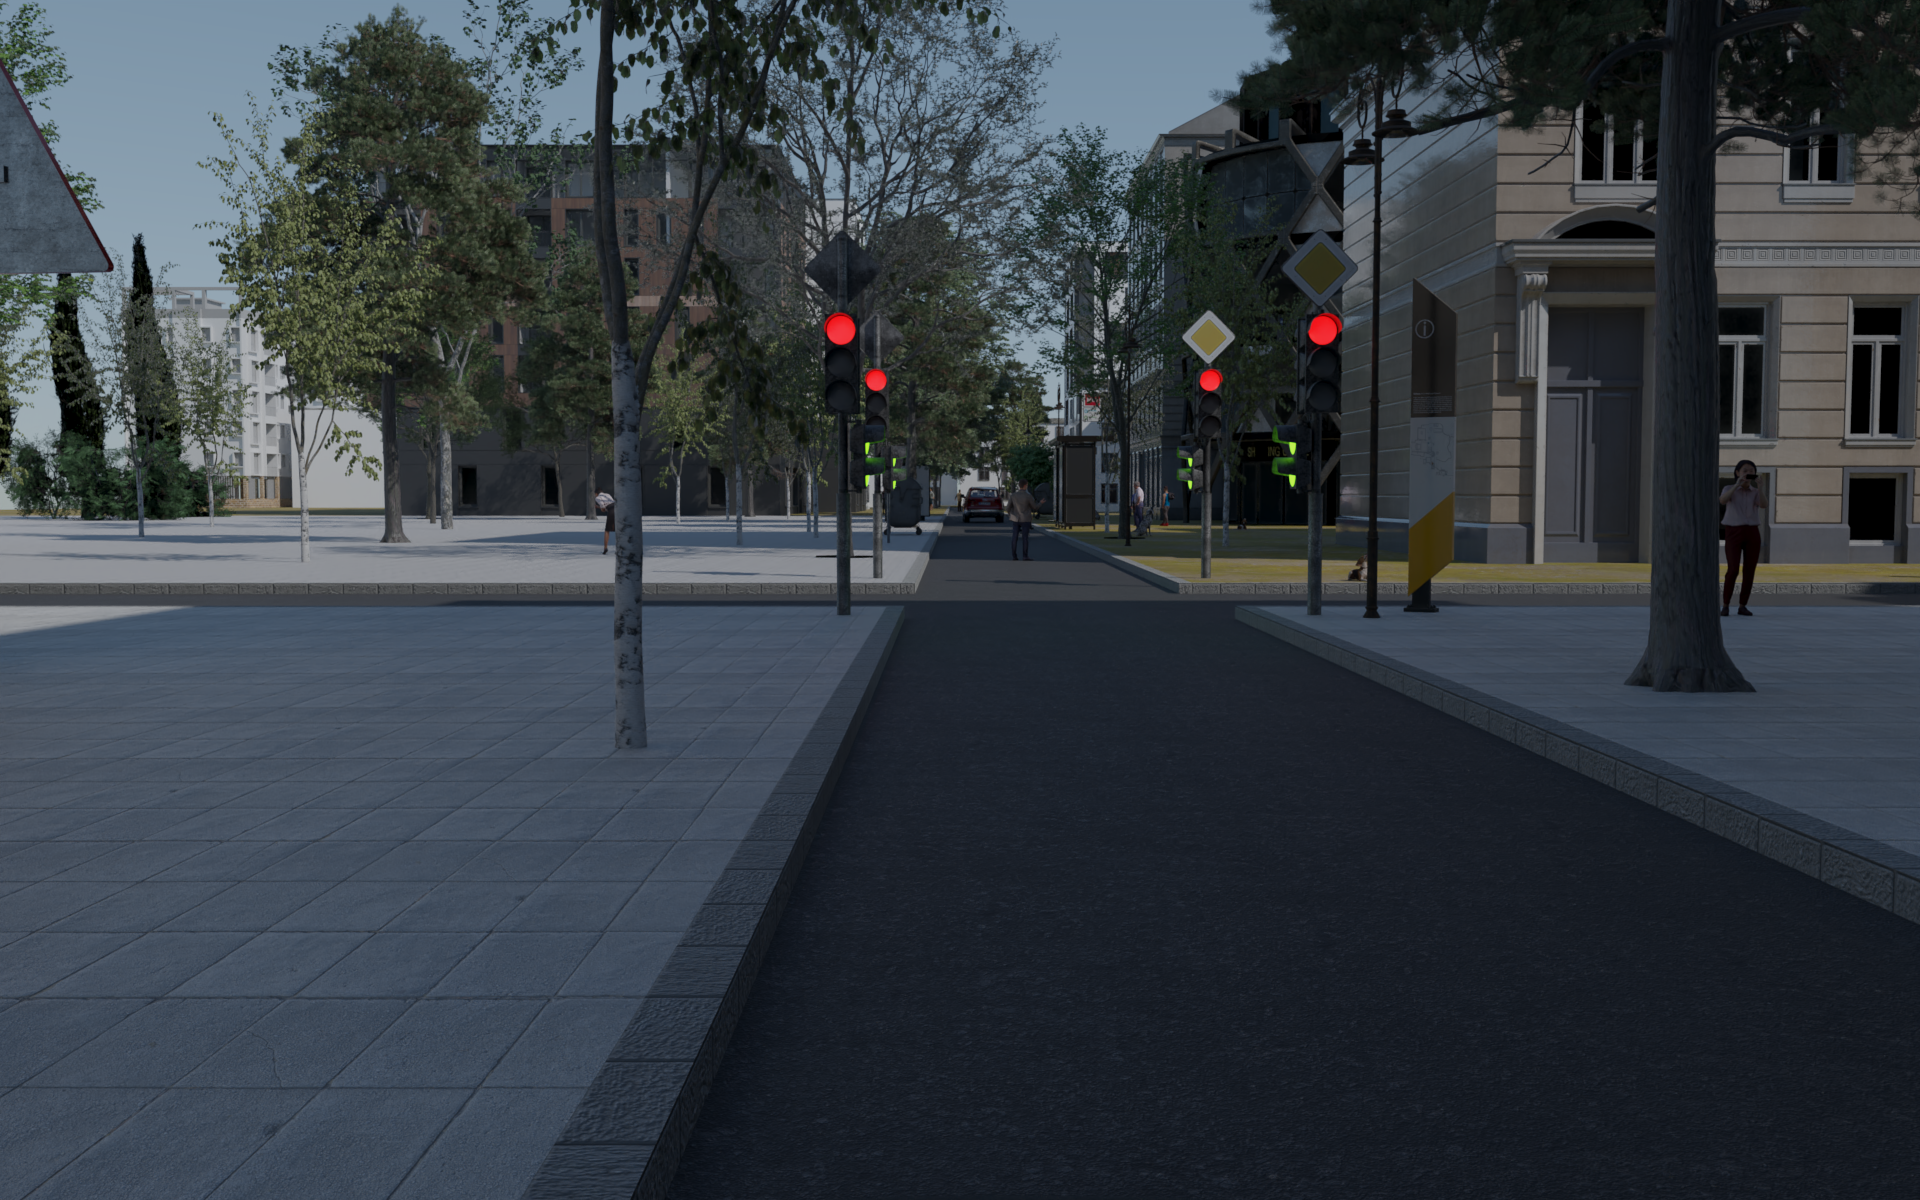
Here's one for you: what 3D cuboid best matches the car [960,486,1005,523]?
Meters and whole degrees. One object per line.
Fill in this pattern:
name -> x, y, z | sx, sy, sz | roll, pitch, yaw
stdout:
car -> 1.165, -4.872, 88.326 | 2.281, 1.827, 5.304 | 0, 4, -1

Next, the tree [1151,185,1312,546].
tree -> 6.762, -5.620, 42.255 | 4.737, 8.622, 4.395 | 0, 3, 0

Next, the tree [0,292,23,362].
tree -> -23.078, -5.376, 38.254 | 4.360, 8.622, 3.978 | 0, 3, 0

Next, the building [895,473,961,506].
building -> -14.181, -15.447, 194.710 | 28.070, 9.664, 9.099 | 0, 4, 0

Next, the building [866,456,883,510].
building -> -21.343, -13.853, 168.644 | 28.070, 9.664, 9.099 | 0, 4, 0

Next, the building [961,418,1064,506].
building -> 13.887, -15.501, 195.592 | 28.070, 9.664, 9.099 | 0, 4, 0

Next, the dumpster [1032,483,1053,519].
dumpster -> 4.427, -5.017, 87.780 | 1.264, 1.857, 1.865 | 0, 4, 0

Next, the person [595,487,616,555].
person -> -7.493, -1.687, 36.814 | 0.799, 1.438, 0.628 | 1, 4, 9

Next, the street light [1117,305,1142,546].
street light -> 4.138, -4.263, 42.488 | 0.468, 5.910, 1.993 | 0, 4, 0

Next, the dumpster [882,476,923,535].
dumpster -> -1.799, -2.975, 54.396 | 1.264, 1.857, 1.865 | 0, 3, 0

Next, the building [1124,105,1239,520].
building -> 14.397, -14.885, 92.513 | 9.793, 20.994, 18.267 | 0, 4, 0

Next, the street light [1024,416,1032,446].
street light -> 3.974, -7.846, 101.072 | 0.468, 5.910, 1.993 | 0, 4, 0

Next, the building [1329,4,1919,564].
building -> 19.379, -15.367, 37.151 | 20.117, 28.700, 13.634 | 0, 4, 0

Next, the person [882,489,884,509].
person -> -6.547, -8.763, 150.244 | 0.541, 1.710, 0.530 | -1, 4, -21

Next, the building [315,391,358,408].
building -> -73.454, -20.868, 197.605 | 11.380, 20.091, 16.016 | 0, 4, 0

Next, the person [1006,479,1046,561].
person -> 1.429, -1.736, 37.416 | 0.617, 1.759, 0.750 | 3, 4, 38

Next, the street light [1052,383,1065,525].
street light -> 4.090, -6.055, 71.780 | 0.468, 5.910, 1.993 | 0, 4, 0

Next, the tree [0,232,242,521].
tree -> -44.494, -11.471, 89.365 | 13.155, 14.587, 18.604 | -1, 4, -21

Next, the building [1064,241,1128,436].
building -> 23.176, -19.101, 156.269 | 27.936, 21.610, 32.646 | 0, 4, 0

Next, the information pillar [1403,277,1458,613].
information pillar -> 5.098, -1.674, 18.723 | 0.504, 3.616, 0.183 | 2, 4, 30

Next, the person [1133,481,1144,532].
person -> 6.024, -3.179, 58.952 | 0.436, 1.711, 0.756 | 1, 4, 19

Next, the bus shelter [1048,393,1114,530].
bus shelter -> 4.524, -5.418, 66.213 | 2.179, 5.291, 8.768 | 0, 3, 0

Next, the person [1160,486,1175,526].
person -> 8.251, -3.756, 69.315 | 0.662, 1.594, 0.647 | 2, 4, 30

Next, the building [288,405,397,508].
building -> -49.413, -13.838, 168.401 | 28.070, 9.664, 9.099 | 0, 4, 0

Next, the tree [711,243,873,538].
tree -> -4.249, -6.121, 50.446 | 4.737, 8.622, 4.395 | 0, 3, 0

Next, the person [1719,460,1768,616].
person -> 8.251, -0.655, 18.217 | 0.566, 1.644, 0.517 | -3, 5, -40

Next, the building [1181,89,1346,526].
building -> 17.948, -12.689, 74.916 | 16.820, 18.784, 16.811 | 0, 4, 0

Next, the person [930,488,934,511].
person -> -2.339, -7.842, 135.046 | 0.721, 1.735, 1.217 | -2, 4, -31

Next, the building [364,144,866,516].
building -> -21.165, -16.749, 117.822 | 27.936, 21.610, 32.646 | 0, 4, 0

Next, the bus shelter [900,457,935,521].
bus shelter -> -2.203, -5.576, 85.088 | 2.014, 3.302, 5.546 | 0, 3, 0

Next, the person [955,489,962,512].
person -> -0.006, -8.172, 142.209 | 0.705, 1.812, 1.348 | -3, 5, -43

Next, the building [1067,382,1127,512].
building -> 13.268, -11.264, 126.311 | 9.099, 9.664, 28.070 | 0, 4, 0

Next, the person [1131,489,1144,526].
person -> 7.208, -3.746, 69.977 | 0.574, 1.496, 0.600 | 1, 4, 15

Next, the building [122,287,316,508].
building -> -70.308, -18.854, 164.687 | 11.380, 20.091, 16.016 | 0, 4, 0

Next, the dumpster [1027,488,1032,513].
dumpster -> 4.030, -5.679, 98.606 | 1.264, 1.857, 1.865 | 0, 4, 0

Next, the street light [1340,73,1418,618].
street light -> 4.268, -2.752, 17.780 | 0.468, 5.910, 1.993 | 0, 4, 0

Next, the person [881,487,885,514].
person -> -4.795, -6.456, 112.127 | 0.721, 1.766, 1.217 | 3, 5, 42
